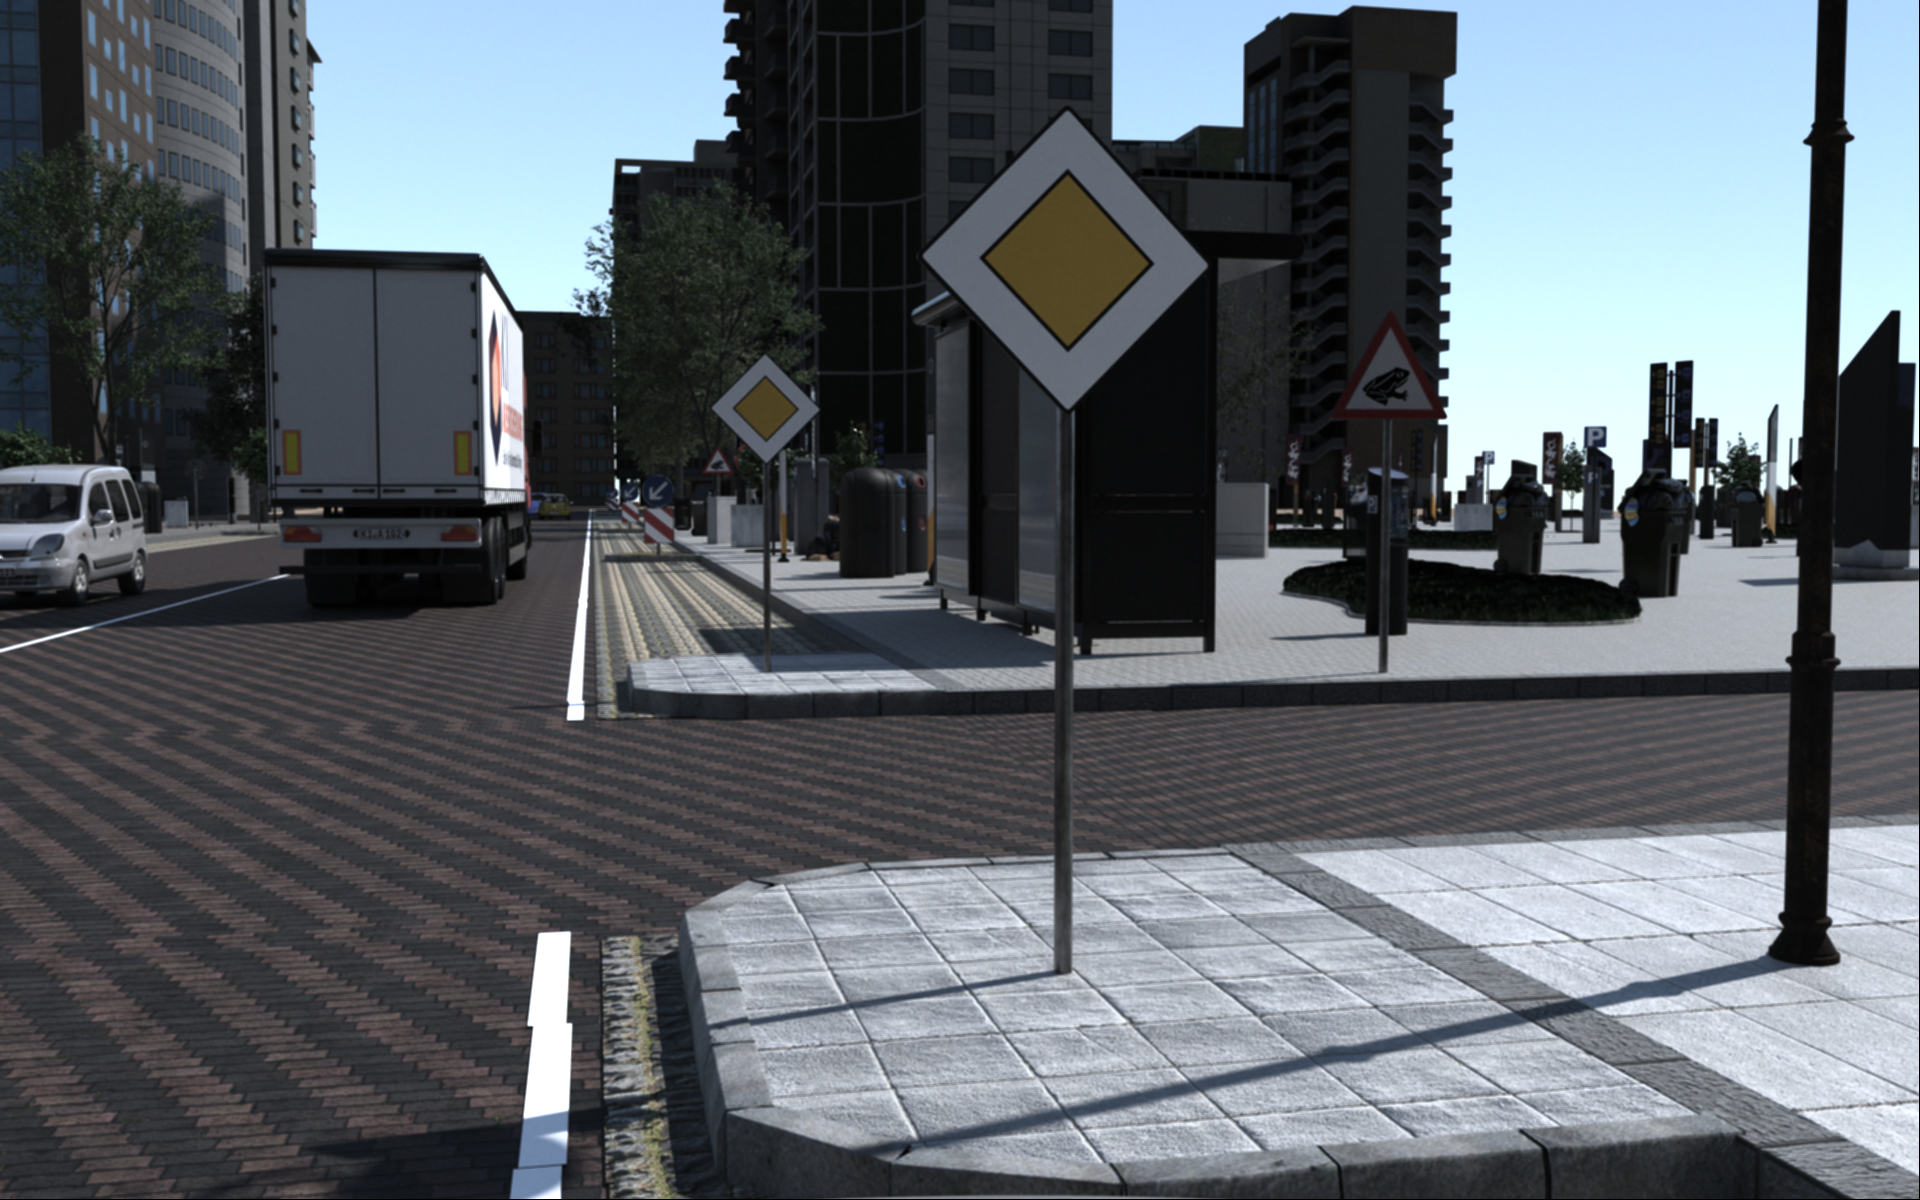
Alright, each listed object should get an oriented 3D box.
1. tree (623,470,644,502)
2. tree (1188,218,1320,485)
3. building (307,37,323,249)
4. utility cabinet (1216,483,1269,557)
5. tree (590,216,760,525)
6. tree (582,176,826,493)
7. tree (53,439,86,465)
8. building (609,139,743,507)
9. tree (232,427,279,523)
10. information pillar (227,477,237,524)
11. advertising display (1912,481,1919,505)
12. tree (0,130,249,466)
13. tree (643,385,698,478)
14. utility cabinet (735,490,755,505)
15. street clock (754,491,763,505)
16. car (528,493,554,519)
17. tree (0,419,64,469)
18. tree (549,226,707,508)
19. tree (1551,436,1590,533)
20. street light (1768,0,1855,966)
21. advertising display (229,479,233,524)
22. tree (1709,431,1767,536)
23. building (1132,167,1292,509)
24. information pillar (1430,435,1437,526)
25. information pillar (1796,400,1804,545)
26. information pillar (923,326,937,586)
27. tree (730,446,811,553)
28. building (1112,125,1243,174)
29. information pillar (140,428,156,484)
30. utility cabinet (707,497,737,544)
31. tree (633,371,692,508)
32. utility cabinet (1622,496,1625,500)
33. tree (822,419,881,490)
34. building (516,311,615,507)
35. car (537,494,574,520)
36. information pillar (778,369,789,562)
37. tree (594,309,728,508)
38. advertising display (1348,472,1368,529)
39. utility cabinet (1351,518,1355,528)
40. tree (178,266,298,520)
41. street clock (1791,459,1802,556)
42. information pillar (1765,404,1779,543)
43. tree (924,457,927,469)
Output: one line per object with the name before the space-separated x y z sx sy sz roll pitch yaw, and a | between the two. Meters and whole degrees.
tree | -25.953 -8.727 137.286 1.663 3.219 1.824 0 3 0
tree | 7.096 -5.862 46.211 4.360 8.622 3.978 0 3 0
building | -80.030 -36.120 179.800 27.495 52.752 28.713 -1 4 -12
utility cabinet | 5.597 -1.599 34.823 1.173 1.500 0.318 2 4 26
tree | -11.287 -9.332 70.703 7.486 12.596 7.792 0 3 0
tree | -8.382 -8.099 58.179 9.928 11.665 9.643 0 3 0
tree | -31.517 -4.075 61.231 1.663 3.219 1.824 0 3 0
building | -26.595 -30.642 192.872 23.993 40.220 32.217 -1 4 -12
tree | -30.571 -5.724 77.299 4.285 4.588 4.351 0 3 0
information pillar | -31.335 -4.284 74.533 0.304 2.012 0.304 -1 4 -16
advertising display | 46.388 -4.788 83.490 0.974 1.923 0.123 0 4 -6
tree | -25.281 -7.662 51.036 9.928 11.665 9.643 0 3 0
tree | -18.426 -9.716 109.218 4.360 8.622 3.978 0 3 0
utility cabinet | -10.502 -4.676 85.128 1.173 1.500 0.318 2 4 32
street clock | -5.237 -2.507 45.552 0.471 2.002 0.358 3 5 42
car | -24.963 -5.694 102.686 1.945 1.707 3.694 -1 4 -12
tree | -41.086 -5.627 75.711 4.285 4.588 4.351 0 3 0
tree | -23.460 -16.477 125.288 12.611 20.169 13.585 0 3 0
tree | 20.656 -3.882 58.075 1.663 3.219 1.824 0 3 0
street light | 2.336 -1.947 4.615 0.468 5.910 1.993 -1 4 -12
advertising display | -30.919 -4.173 73.444 0.123 1.923 0.974 -1 4 -23
tree | 23.910 -3.594 53.361 1.663 3.219 1.824 0 3 0
building | 20.819 -23.575 157.153 14.107 30.474 14.160 -1 4 -12
information pillar | 18.902 -4.754 69.082 0.183 3.616 0.504 2 4 29
information pillar | 21.053 -3.154 42.915 0.183 3.616 0.504 -1 4 -21
information pillar | -0.333 -2.000 24.061 0.183 3.616 0.504 -1 4 -23
tree | -4.369 -2.679 38.408 1.663 3.219 1.824 0 3 0
building | 22.747 -31.263 194.737 14.086 41.232 14.154 -1 4 -12
information pillar | -28.970 -4.308 61.790 0.183 3.616 0.504 3 4 38
utility cabinet | -6.124 -2.041 44.539 0.306 1.237 1.020 2 4 23
tree | -16.695 -8.954 96.763 4.737 8.622 4.395 0 3 0
utility cabinet | 28.633 -3.878 74.559 0.306 1.237 1.020 1 4 20
tree | -2.897 -3.084 45.022 1.663 3.219 1.824 0 3 0
building | -52.148 -20.883 186.471 28.899 21.520 27.650 -1 4 -12
car | -22.568 -5.276 96.494 2.015 1.641 3.980 -1 4 -12
information pillar | -3.351 -2.529 32.698 0.183 3.616 0.504 -1 4 -12
tree | -13.630 -9.001 81.573 7.601 10.594 8.767 -1 4 -13
advertising display | 11.777 -2.781 50.682 0.123 1.923 0.974 -3 5 -40
utility cabinet | 13.013 -2.721 55.647 0.306 1.237 1.020 -3 4 -38
tree | -33.537 -10.329 85.880 9.611 12.733 9.660 0 3 0
street clock | 17.331 -1.898 35.597 0.471 2.002 0.358 1 4 18
information pillar | 21.070 -3.278 44.952 0.504 3.616 0.183 -3 5 -44
tree | -0.969 -5.081 77.672 1.663 3.219 1.824 0 3 0
